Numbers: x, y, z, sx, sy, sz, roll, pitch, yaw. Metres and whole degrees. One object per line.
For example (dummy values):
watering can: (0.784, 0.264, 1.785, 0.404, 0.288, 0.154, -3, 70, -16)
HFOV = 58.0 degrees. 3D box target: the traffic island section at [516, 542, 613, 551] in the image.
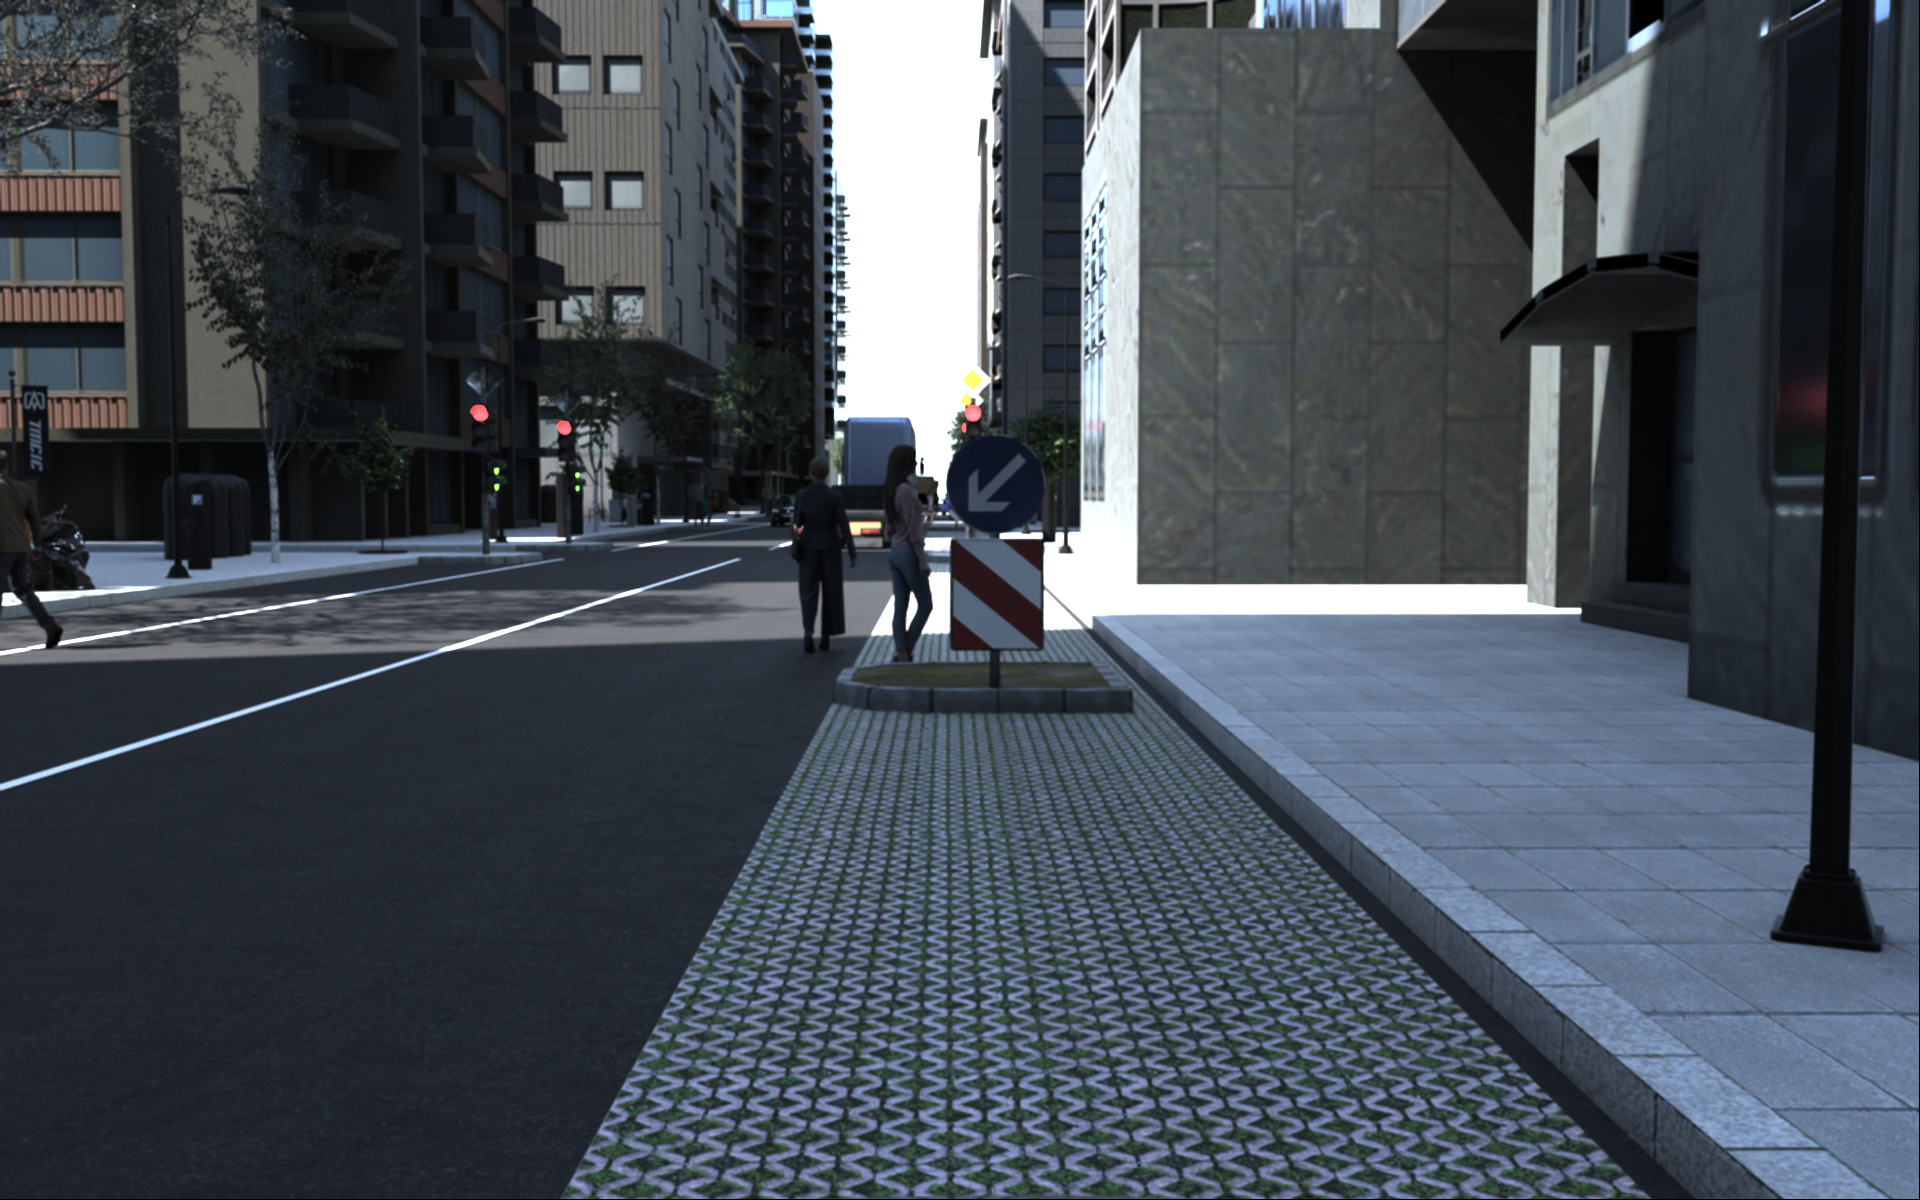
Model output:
traffic island section: (-10.149, -1.378, 44.818, 2.009, 0.180, 2.903, 0, 4, 0)

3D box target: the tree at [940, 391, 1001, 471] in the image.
tree: (2.460, -18.210, 204.383, 9.857, 13.997, 8.962, 0, 3, 0)

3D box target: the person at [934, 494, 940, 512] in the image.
person: (-1.827, -7.774, 138.837, 0.421, 1.427, 0.697, -1, 4, -12)

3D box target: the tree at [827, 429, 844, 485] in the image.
tree: (-13.262, -15.027, 196.052, 4.737, 8.622, 4.395, 0, 3, 0)

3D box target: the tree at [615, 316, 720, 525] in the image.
tree: (-12.466, -7.480, 72.659, 4.360, 8.622, 3.978, 0, 3, 0)

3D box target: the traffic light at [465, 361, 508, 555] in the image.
traffic light: (-10.056, -2.922, 36.699, 0.839, 4.253, 0.868, 0, 4, 0)

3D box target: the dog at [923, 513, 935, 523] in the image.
dog: (-1.552, -4.145, 87.062, 0.540, 0.507, 0.406, -2, 4, -24)

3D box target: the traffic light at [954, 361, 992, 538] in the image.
traffic light: (0.255, -2.927, 36.783, 0.839, 4.253, 0.868, 0, 4, 0)

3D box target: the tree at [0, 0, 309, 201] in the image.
tree: (-12.663, -6.632, 18.806, 12.009, 13.543, 11.850, 0, 3, 0)

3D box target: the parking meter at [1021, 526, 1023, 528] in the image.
parking meter: (2.200, -3.696, 66.147, 0.255, 1.863, 0.399, 3, 5, 44)

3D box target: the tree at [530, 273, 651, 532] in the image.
tree: (-12.331, -6.598, 58.239, 4.737, 8.622, 4.395, 0, 3, 0)

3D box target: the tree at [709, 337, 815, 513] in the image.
tree: (-13.295, -11.616, 115.672, 9.928, 11.665, 9.643, 0, 3, 0)

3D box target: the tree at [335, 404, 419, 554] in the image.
tree: (-12.459, -2.622, 37.467, 1.663, 3.219, 1.824, 0, 3, 0)

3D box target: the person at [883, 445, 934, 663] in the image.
person: (-0.404, -0.322, 13.773, 0.388, 1.821, 0.555, -3, 4, -36)

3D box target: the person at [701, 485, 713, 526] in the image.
person: (-10.519, -3.854, 71.761, 0.529, 1.795, 0.600, -1, 4, -16)

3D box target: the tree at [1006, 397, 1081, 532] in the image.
tree: (2.970, -4.578, 58.568, 4.285, 4.588, 4.351, 0, 3, 0)

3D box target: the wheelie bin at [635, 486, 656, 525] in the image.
wheelie bin: (-12.994, -3.889, 71.496, 0.693, 1.594, 0.980, -3, 4, -39)

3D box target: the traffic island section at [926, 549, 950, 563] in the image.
traffic island section: (0.295, -0.894, 36.897, 2.009, 0.180, 2.903, 0, 4, 0)

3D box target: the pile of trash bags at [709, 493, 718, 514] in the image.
pile of trash bags: (-17.199, -6.215, 111.363, 3.447, 1.369, 1.912, 1, 4, 13)

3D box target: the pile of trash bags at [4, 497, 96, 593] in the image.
pile of trash bags: (-13.020, -0.863, 23.859, 1.912, 1.369, 3.447, -2, 4, -28)

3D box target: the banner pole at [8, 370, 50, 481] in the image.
banner pole: (-18.899, -2.758, 35.116, 0.863, 3.779, 0.401, -2, 4, -29)

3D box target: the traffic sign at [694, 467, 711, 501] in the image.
traffic sign: (-12.069, -4.958, 81.163, 0.768, 2.556, 0.104, 0, 4, 0)

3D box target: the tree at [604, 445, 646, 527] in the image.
tree: (-13.142, -4.484, 67.915, 1.663, 3.219, 1.824, 0, 3, 0)

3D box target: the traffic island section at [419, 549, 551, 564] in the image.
traffic island section: (-10.096, -0.890, 36.834, 2.009, 0.180, 2.903, 0, 4, 0)

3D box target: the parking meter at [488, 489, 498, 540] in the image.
parking meter: (-13.188, -2.460, 48.631, 0.372, 1.533, 0.369, 0, 3, 0)

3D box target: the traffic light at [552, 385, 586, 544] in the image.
traffic light: (-10.109, -3.411, 44.684, 0.839, 4.253, 0.868, 0, 4, 0)

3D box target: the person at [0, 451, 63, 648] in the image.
person: (-8.735, -0.462, 15.965, 0.836, 1.842, 0.656, -1, 4, -14)

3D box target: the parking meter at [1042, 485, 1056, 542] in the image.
parking meter: (2.377, -2.310, 46.173, 0.372, 1.533, 0.369, 0, 3, 0)

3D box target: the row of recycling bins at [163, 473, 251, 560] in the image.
row of recycling bins: (-15.283, -1.726, 35.336, 1.069, 1.692, 3.534, 0, 4, -6)

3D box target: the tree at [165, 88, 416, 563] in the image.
tree: (-12.535, -4.984, 31.847, 4.360, 8.622, 3.978, 0, 3, 0)

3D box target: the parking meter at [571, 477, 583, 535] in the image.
parking meter: (-12.060, -2.981, 54.453, 0.255, 1.863, 0.399, 2, 4, 32)

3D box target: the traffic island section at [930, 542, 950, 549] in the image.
traffic island section: (0.242, -1.382, 44.882, 2.009, 0.180, 2.903, 0, 4, 0)

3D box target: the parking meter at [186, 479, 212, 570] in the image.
parking meter: (-12.976, -1.291, 29.523, 0.372, 1.533, 0.369, 0, 3, 0)

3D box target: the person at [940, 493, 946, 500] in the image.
person: (-1.017, -8.125, 141.299, 1.348, 1.831, 0.705, 1, 4, 20)

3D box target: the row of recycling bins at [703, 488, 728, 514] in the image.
row of recycling bins: (-16.188, -6.582, 114.734, 1.069, 1.692, 3.534, 1, 4, 10)

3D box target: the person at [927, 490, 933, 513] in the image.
person: (-2.286, -7.507, 131.900, 0.551, 1.740, 0.621, 1, 4, 19)

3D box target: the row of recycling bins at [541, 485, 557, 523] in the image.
row of recycling bins: (-18.163, -4.354, 78.297, 1.069, 1.692, 3.534, 1, 4, 9)

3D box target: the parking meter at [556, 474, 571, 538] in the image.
parking meter: (-11.628, -2.746, 50.604, 0.255, 1.863, 0.399, 0, 4, -1)

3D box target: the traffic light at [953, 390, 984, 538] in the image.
traffic light: (0.202, -3.416, 44.768, 0.839, 4.253, 0.868, 0, 4, 0)
